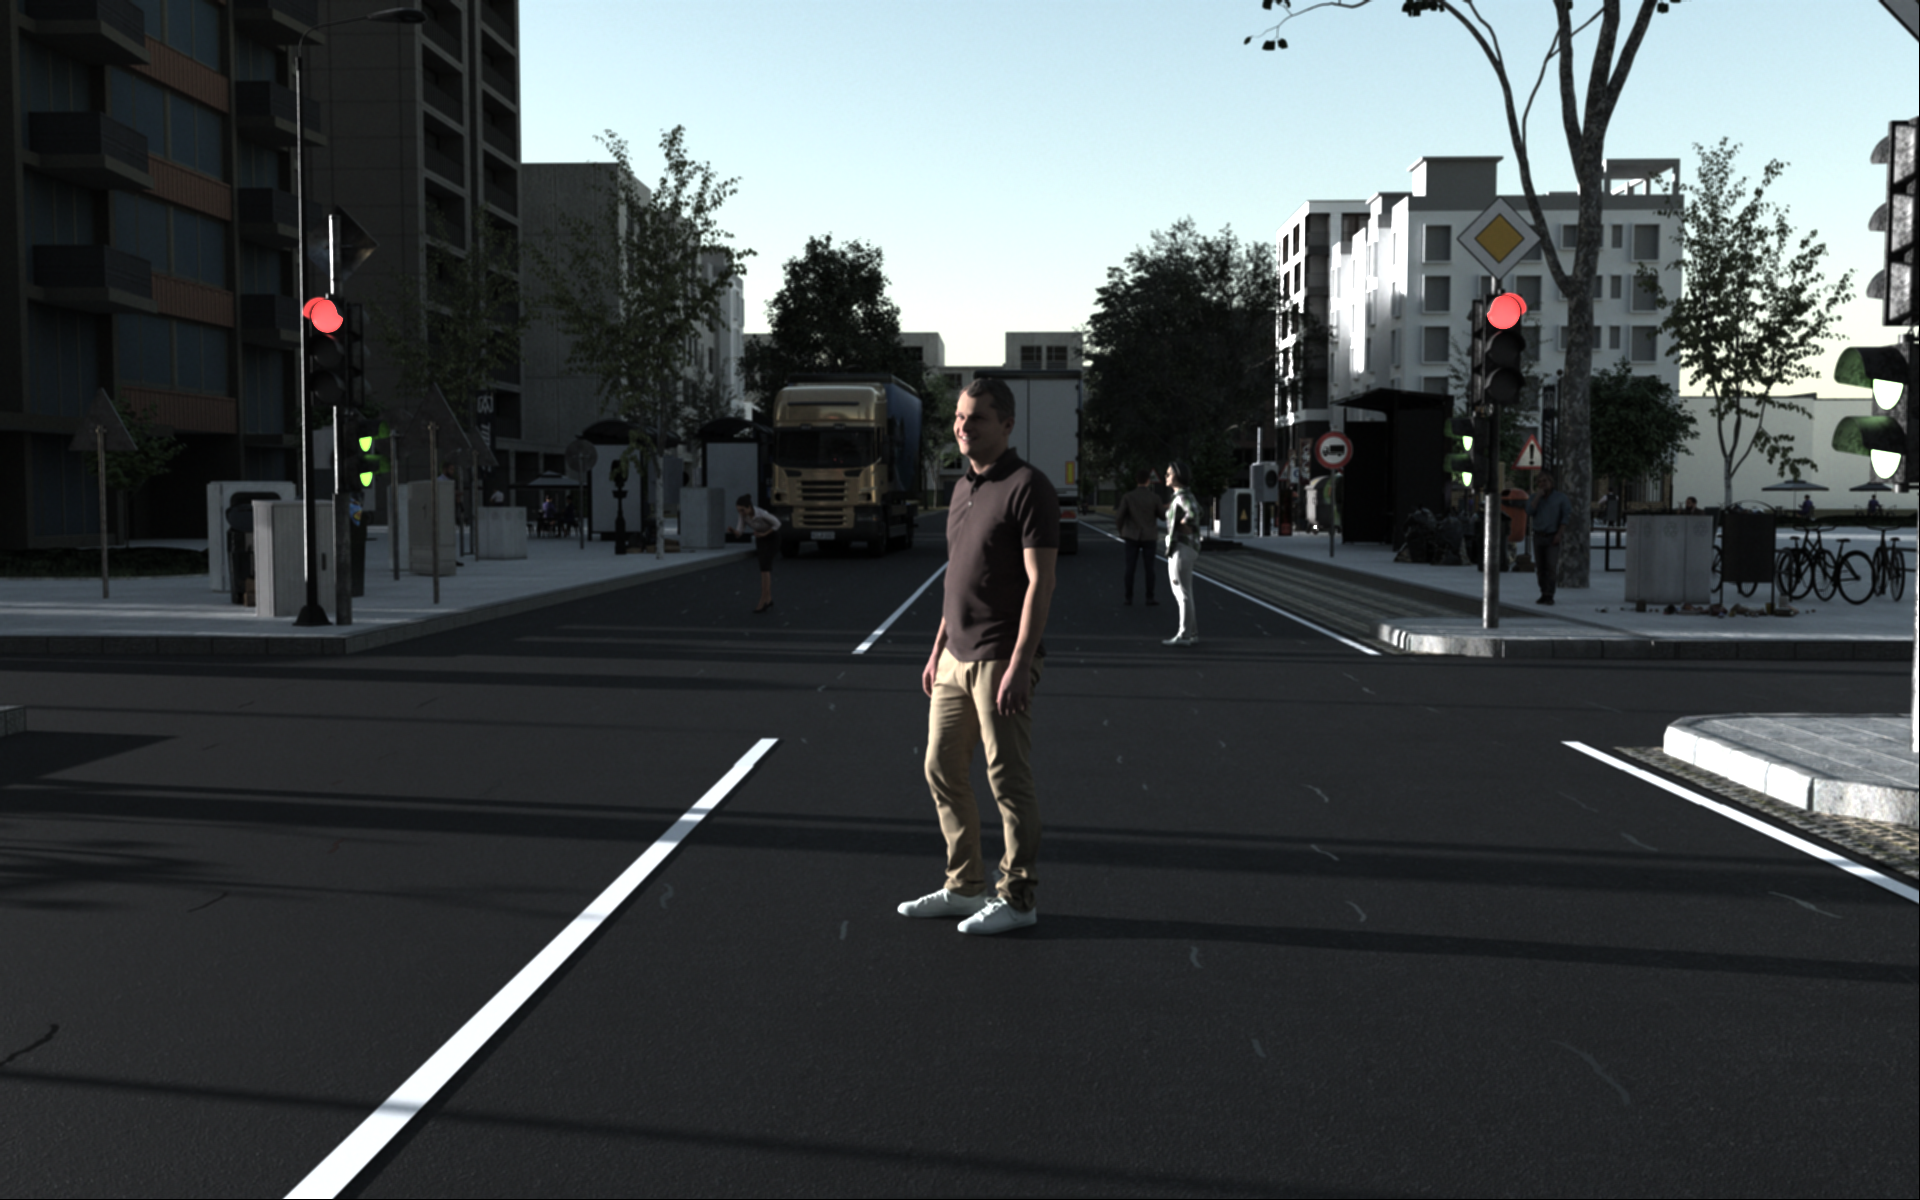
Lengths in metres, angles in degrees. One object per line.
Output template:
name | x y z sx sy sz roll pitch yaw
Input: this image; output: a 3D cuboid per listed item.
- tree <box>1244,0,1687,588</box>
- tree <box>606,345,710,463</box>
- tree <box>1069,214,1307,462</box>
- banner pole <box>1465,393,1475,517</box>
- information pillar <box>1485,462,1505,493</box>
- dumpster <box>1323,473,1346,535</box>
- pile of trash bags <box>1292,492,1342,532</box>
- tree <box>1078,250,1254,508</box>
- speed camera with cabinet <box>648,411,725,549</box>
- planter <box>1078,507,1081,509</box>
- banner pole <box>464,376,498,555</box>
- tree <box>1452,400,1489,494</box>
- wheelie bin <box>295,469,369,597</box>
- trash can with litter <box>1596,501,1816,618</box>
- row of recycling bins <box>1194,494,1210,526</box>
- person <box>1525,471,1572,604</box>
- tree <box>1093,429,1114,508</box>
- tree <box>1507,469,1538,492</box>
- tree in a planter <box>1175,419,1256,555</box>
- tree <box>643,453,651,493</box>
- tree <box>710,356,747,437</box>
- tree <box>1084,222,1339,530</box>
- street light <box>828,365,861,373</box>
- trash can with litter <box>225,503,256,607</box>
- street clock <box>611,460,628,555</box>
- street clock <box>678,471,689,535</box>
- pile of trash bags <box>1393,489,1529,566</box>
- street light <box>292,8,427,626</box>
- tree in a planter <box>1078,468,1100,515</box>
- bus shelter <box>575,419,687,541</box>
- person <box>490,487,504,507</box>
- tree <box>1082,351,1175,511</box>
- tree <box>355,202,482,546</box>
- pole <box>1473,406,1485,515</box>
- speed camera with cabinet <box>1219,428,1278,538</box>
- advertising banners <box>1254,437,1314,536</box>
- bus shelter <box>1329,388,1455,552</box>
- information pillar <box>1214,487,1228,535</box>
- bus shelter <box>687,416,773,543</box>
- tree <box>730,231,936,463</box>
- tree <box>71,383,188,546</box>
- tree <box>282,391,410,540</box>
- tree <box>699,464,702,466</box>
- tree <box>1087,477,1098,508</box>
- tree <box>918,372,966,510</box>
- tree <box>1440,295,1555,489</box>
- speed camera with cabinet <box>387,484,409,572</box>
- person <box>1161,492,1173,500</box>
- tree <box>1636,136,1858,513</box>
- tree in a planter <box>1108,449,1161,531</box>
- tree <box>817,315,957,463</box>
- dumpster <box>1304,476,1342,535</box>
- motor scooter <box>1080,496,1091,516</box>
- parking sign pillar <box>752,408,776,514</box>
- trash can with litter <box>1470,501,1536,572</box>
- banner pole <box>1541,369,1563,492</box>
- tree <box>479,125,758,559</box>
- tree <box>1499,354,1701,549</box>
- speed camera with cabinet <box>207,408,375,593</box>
tree | 9.260 -10.306 24.393 12.611 20.169 13.585 0 3 0
tree | -14.548 -8.064 82.205 4.360 8.622 3.978 0 3 0
tree | 9.968 -10.189 76.957 12.009 13.543 11.850 0 3 0
banner pole | 12.669 -3.235 42.917 0.401 3.779 0.863 -1 4 -11
information pillar | 12.287 -2.161 39.819 0.304 2.012 0.304 -2 4 -34
dumpster | 11.779 -3.013 51.760 1.502 2.255 1.985 0 4 2
pile of trash bags | 12.200 -3.072 59.975 1.912 1.369 3.447 -1 4 -22
tree | 10.915 -11.212 89.968 9.857 13.997 8.962 0 3 0
speed camera with cabinet | -6.494 -2.859 41.082 2.038 3.252 0.660 3 4 36
planter | 9.489 -7.667 146.497 1.991 0.319 1.994 0 4 2
banner pole | -10.164 -2.853 36.667 0.863 3.779 0.401 1 4 18
tree | 17.229 -4.523 57.665 4.285 4.588 4.351 0 3 0
wheelie bin | -7.832 -0.838 21.608 0.980 1.594 0.693 1 4 11
trash can with litter | 8.055 -0.465 18.659 2.233 1.210 1.678 1 4 21
row of recycling bins | 9.571 -3.917 71.159 1.069 1.692 3.534 0 4 -1
person | 6.863 -0.731 20.212 0.429 1.552 0.499 -2 4 -29
tree | 12.508 -12.635 156.941 4.360 8.622 3.978 0 3 0
tree | 28.611 -5.665 87.217 1.663 3.219 1.824 0 3 0
tree in a planter | 5.947 -2.697 41.324 1.991 3.239 1.994 0 4 2
tree | -13.426 -4.955 75.622 1.663 3.219 1.824 0 3 0
tree | -12.557 -8.366 87.149 4.360 8.622 3.978 0 3 0
tree | 8.893 -7.711 60.493 8.767 10.594 7.601 1 4 13
street light | -4.250 -5.506 62.566 1.470 5.913 1.316 0 4 2
trash can with litter | -8.149 -0.536 20.151 0.624 1.170 1.055 -2 4 -35
street clock | -7.215 -1.969 36.759 0.358 2.002 0.471 -2 4 -30
street clock | -8.804 -3.064 54.674 0.471 2.002 0.358 -2 4 -33
pile of trash bags | 9.335 -1.324 31.407 1.912 1.369 3.447 -1 4 -11
street light | -5.797 -2.704 16.748 1.470 5.913 1.316 0 4 2
tree in a planter | 8.561 -7.444 118.926 1.991 3.239 1.994 0 4 2
bus shelter | -9.319 -3.409 49.666 2.014 3.302 5.546 0 4 2
person | -18.979 -3.835 70.950 0.614 1.554 0.590 -3 4 -38
tree | 12.247 -13.333 135.001 9.611 12.733 9.660 0 3 0
tree | -12.259 -5.634 42.471 4.737 8.622 4.395 0 3 0
pole | 10.885 -2.599 36.330 0.158 3.312 0.155 0 3 0
speed camera with cabinet | 8.541 -3.473 51.115 2.038 3.252 0.660 -3 5 -41
advertising banners | 9.972 -3.485 53.170 2.074 3.025 0.090 -1 4 -22
bus shelter | 10.218 -3.062 41.350 1.731 3.624 6.357 0 4 2
information pillar | 8.172 -3.043 54.248 0.304 2.012 0.304 -2 4 -35
bus shelter | -5.938 -3.302 47.916 2.014 3.302 5.546 0 4 2
tree | -5.504 -9.709 75.754 9.611 12.733 9.660 0 3 0
tree | -14.724 -2.185 30.323 1.663 3.219 1.824 0 3 0
tree | -17.082 -3.939 48.115 4.285 4.588 4.351 0 3 0
tree | -8.792 -4.074 61.209 1.663 3.219 1.824 0 3 0
tree | 12.068 -10.385 164.395 1.663 3.219 1.824 0 3 0
tree | -2.852 -12.960 137.644 9.928 11.665 9.643 0 3 0
tree | 19.619 -6.879 62.831 4.360 8.622 3.978 0 3 0
speed camera with cabinet | -9.511 -2.105 28.757 2.038 3.252 0.660 -2 4 -28
person | 12.737 -6.044 105.580 1.217 1.735 0.721 -3 4 -36
tree | 16.002 -5.222 35.740 4.737 8.622 4.395 0 3 0
tree in a planter | 6.861 -4.344 68.252 1.991 3.239 1.994 0 4 2
tree | -4.957 -9.343 87.167 8.767 10.594 7.601 0 4 7
dumpster | 11.765 -3.032 55.326 1.264 1.857 1.865 0 4 2
motor scooter | 8.264 -6.246 114.895 0.815 1.314 1.986 0 4 3
parking sign pillar | -5.826 -4.004 53.931 1.447 3.967 1.447 0 4 2
trash can with litter | 9.018 -1.055 28.636 1.055 1.170 0.624 0 4 -5
banner pole | 11.978 -2.754 35.052 0.401 3.779 0.863 -1 4 -12
tree | -6.159 -5.112 33.936 4.737 8.622 4.395 0 3 0
tree | 15.575 -3.486 40.709 4.285 4.588 4.351 0 3 0
speed camera with cabinet | -8.919 -1.761 23.130 2.038 3.252 0.660 -3 5 -39
